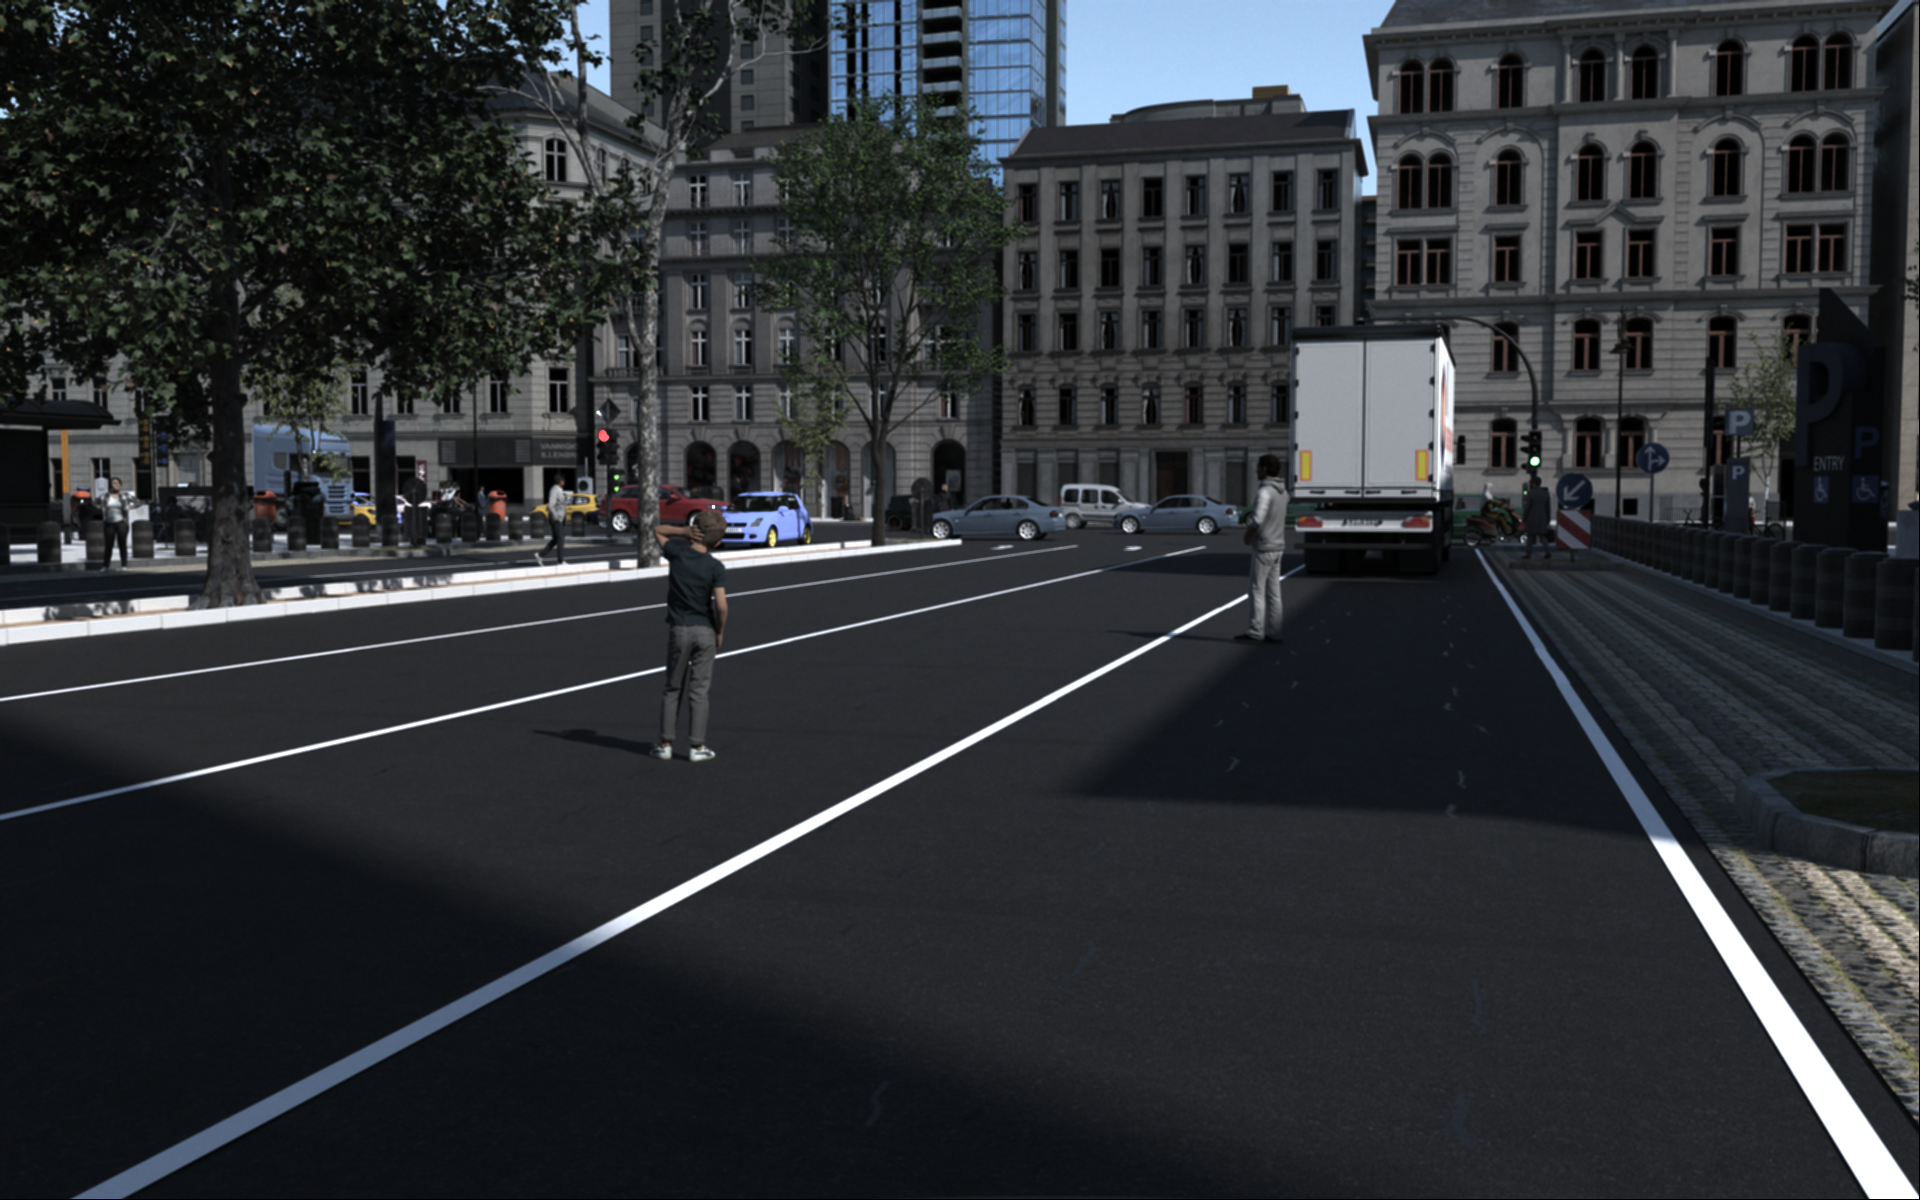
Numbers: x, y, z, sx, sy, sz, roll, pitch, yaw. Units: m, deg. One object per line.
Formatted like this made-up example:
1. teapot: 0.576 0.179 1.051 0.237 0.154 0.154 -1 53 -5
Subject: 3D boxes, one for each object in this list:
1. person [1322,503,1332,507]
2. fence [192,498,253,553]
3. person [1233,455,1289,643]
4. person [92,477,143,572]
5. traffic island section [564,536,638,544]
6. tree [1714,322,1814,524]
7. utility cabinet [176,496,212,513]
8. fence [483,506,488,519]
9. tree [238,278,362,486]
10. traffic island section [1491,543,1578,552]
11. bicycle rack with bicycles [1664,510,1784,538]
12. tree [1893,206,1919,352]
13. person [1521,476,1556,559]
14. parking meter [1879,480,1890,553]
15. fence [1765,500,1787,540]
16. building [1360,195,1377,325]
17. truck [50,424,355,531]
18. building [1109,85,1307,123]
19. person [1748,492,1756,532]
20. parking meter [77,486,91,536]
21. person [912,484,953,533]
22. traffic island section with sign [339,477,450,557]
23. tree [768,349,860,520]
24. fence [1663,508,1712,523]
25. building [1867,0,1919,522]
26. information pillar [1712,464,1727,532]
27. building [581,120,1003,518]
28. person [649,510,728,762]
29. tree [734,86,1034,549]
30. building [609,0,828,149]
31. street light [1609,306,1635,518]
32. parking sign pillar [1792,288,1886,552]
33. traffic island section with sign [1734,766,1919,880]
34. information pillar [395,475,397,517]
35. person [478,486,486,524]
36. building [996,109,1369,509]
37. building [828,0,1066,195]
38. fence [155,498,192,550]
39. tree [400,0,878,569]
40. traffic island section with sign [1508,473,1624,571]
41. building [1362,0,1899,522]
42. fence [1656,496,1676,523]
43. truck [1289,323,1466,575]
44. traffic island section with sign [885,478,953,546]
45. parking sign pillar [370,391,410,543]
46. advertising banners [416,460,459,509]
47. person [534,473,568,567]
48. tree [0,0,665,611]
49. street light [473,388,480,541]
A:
1. person: 12.217 -2.951 57.752 0.522 1.701 0.512 3 4 39
2. fence: -16.487 -1.703 39.044 0.480 1.192 2.264 0 4 1
3. person: 2.897 -0.488 16.627 0.789 1.805 0.875 3 4 37
4. person: -15.463 -1.377 31.741 0.841 1.734 0.376 -1 4 -12
5. traffic island section: -10.311 -1.747 50.848 2.009 0.180 2.903 1 4 15
6. tree: 34.919 -7.622 74.976 4.737 8.622 4.395 0 3 0
7. utility cabinet: -24.287 -2.678 54.944 1.020 1.237 0.306 0 4 3
8. fence: -23.877 -4.486 88.716 0.278 0.683 2.069 -3 5 -44
9. tree: -19.612 -6.186 51.511 4.737 8.622 4.395 0 3 0
10. traffic island section: 14.544 -1.327 43.974 2.009 0.180 2.903 1 4 15
11. bicycle rack with bicycles: 17.073 -1.559 38.874 2.925 0.926 2.852 0 4 -3
12. tree: 22.790 -5.367 38.119 4.737 8.622 4.395 0 3 0
13. person: 12.515 -1.772 37.577 0.694 1.812 0.767 -1 4 -14
14. parking meter: 15.684 -1.299 29.654 0.372 1.533 0.369 0 3 0
15. fence: 12.215 -0.903 25.966 0.480 1.192 2.264 1 4 18
16. building: 64.422 -36.344 248.845 28.867 44.769 22.147 1 4 15
17. truck: -32.261 -4.844 68.963 18.799 4.110 2.967 1 4 16
18. building: 36.615 -43.646 255.608 28.212 58.520 21.231 1 4 15
19. person: 29.623 -3.308 65.058 0.523 1.526 0.387 3 4 39
20. parking meter: -26.845 -2.733 53.089 0.372 1.533 0.369 0 3 0
21. person: -0.927 -3.344 63.389 1.509 1.804 0.699 2 4 27
22. traffic island section with sign: -12.941 -1.924 40.083 1.989 1.847 2.006 1 4 15
23. tree: -7.106 -8.329 86.542 4.737 8.622 4.395 0 3 0
24. fence: 30.866 -3.548 73.377 2.069 0.683 0.278 2 4 25
25. building: 61.552 -17.009 82.620 34.151 26.468 19.350 1 4 15
26. information pillar: 18.754 -2.340 42.756 0.304 2.012 0.304 2 4 34
27. building: -7.842 -15.759 99.456 24.055 21.916 13.314 1 4 15
28. person: -1.471 0.187 9.357 0.435 1.345 0.340 0 4 -7
29. tree: -2.031 -7.083 44.022 9.928 11.665 9.643 0 3 0
30. building: -25.663 -46.416 197.147 20.611 71.187 20.563 1 4 15
31. street light: 16.274 -4.278 42.727 0.468 5.910 1.993 1 4 15
32. parking sign pillar: 11.194 -2.056 22.086 1.447 3.967 1.447 0 4 -3
33. traffic island section with sign: 4.325 0.096 7.057 1.989 1.847 2.006 1 4 15
34. information pillar: -15.756 -2.649 47.810 0.304 2.012 0.304 1 4 22
35. person: -22.746 -4.507 82.364 0.419 1.800 0.721 0 4 -4
36. building: 11.933 -14.830 91.617 18.267 20.994 9.793 1 4 15
37. building: -1.111 -53.577 188.660 31.000 86.520 22.319 1 4 15
38. fence: -18.020 -1.810 40.802 0.480 1.192 2.264 1 4 12
39. tree: -6.723 -10.663 32.690 12.611 20.169 13.585 0 3 0
40. traffic island section with sign: 11.535 -1.493 33.034 1.989 1.847 2.006 1 4 15
41. building: 32.688 -18.386 87.993 23.554 28.519 14.401 1 4 15
42. fence: 31.786 -4.083 77.962 0.480 1.192 2.264 2 4 35
43. truck: 8.375 -2.764 34.104 2.839 4.237 11.283 1 4 17
44. traffic island section with sign: -1.240 -2.474 48.586 2.006 1.907 1.989 1 4 15
45. parking sign pillar: -15.304 -3.522 46.055 1.447 3.967 1.447 -1 4 -22
46. advertising banners: -27.106 -5.727 89.821 2.074 3.025 0.090 -1 4 -17
47. person: -7.974 -1.564 33.924 0.795 1.843 0.661 0 4 -2
48. tree: -8.945 -6.213 21.055 9.611 12.733 9.660 0 3 0
49. street light: -13.287 -4.568 47.470 0.468 5.910 1.993 1 4 15
